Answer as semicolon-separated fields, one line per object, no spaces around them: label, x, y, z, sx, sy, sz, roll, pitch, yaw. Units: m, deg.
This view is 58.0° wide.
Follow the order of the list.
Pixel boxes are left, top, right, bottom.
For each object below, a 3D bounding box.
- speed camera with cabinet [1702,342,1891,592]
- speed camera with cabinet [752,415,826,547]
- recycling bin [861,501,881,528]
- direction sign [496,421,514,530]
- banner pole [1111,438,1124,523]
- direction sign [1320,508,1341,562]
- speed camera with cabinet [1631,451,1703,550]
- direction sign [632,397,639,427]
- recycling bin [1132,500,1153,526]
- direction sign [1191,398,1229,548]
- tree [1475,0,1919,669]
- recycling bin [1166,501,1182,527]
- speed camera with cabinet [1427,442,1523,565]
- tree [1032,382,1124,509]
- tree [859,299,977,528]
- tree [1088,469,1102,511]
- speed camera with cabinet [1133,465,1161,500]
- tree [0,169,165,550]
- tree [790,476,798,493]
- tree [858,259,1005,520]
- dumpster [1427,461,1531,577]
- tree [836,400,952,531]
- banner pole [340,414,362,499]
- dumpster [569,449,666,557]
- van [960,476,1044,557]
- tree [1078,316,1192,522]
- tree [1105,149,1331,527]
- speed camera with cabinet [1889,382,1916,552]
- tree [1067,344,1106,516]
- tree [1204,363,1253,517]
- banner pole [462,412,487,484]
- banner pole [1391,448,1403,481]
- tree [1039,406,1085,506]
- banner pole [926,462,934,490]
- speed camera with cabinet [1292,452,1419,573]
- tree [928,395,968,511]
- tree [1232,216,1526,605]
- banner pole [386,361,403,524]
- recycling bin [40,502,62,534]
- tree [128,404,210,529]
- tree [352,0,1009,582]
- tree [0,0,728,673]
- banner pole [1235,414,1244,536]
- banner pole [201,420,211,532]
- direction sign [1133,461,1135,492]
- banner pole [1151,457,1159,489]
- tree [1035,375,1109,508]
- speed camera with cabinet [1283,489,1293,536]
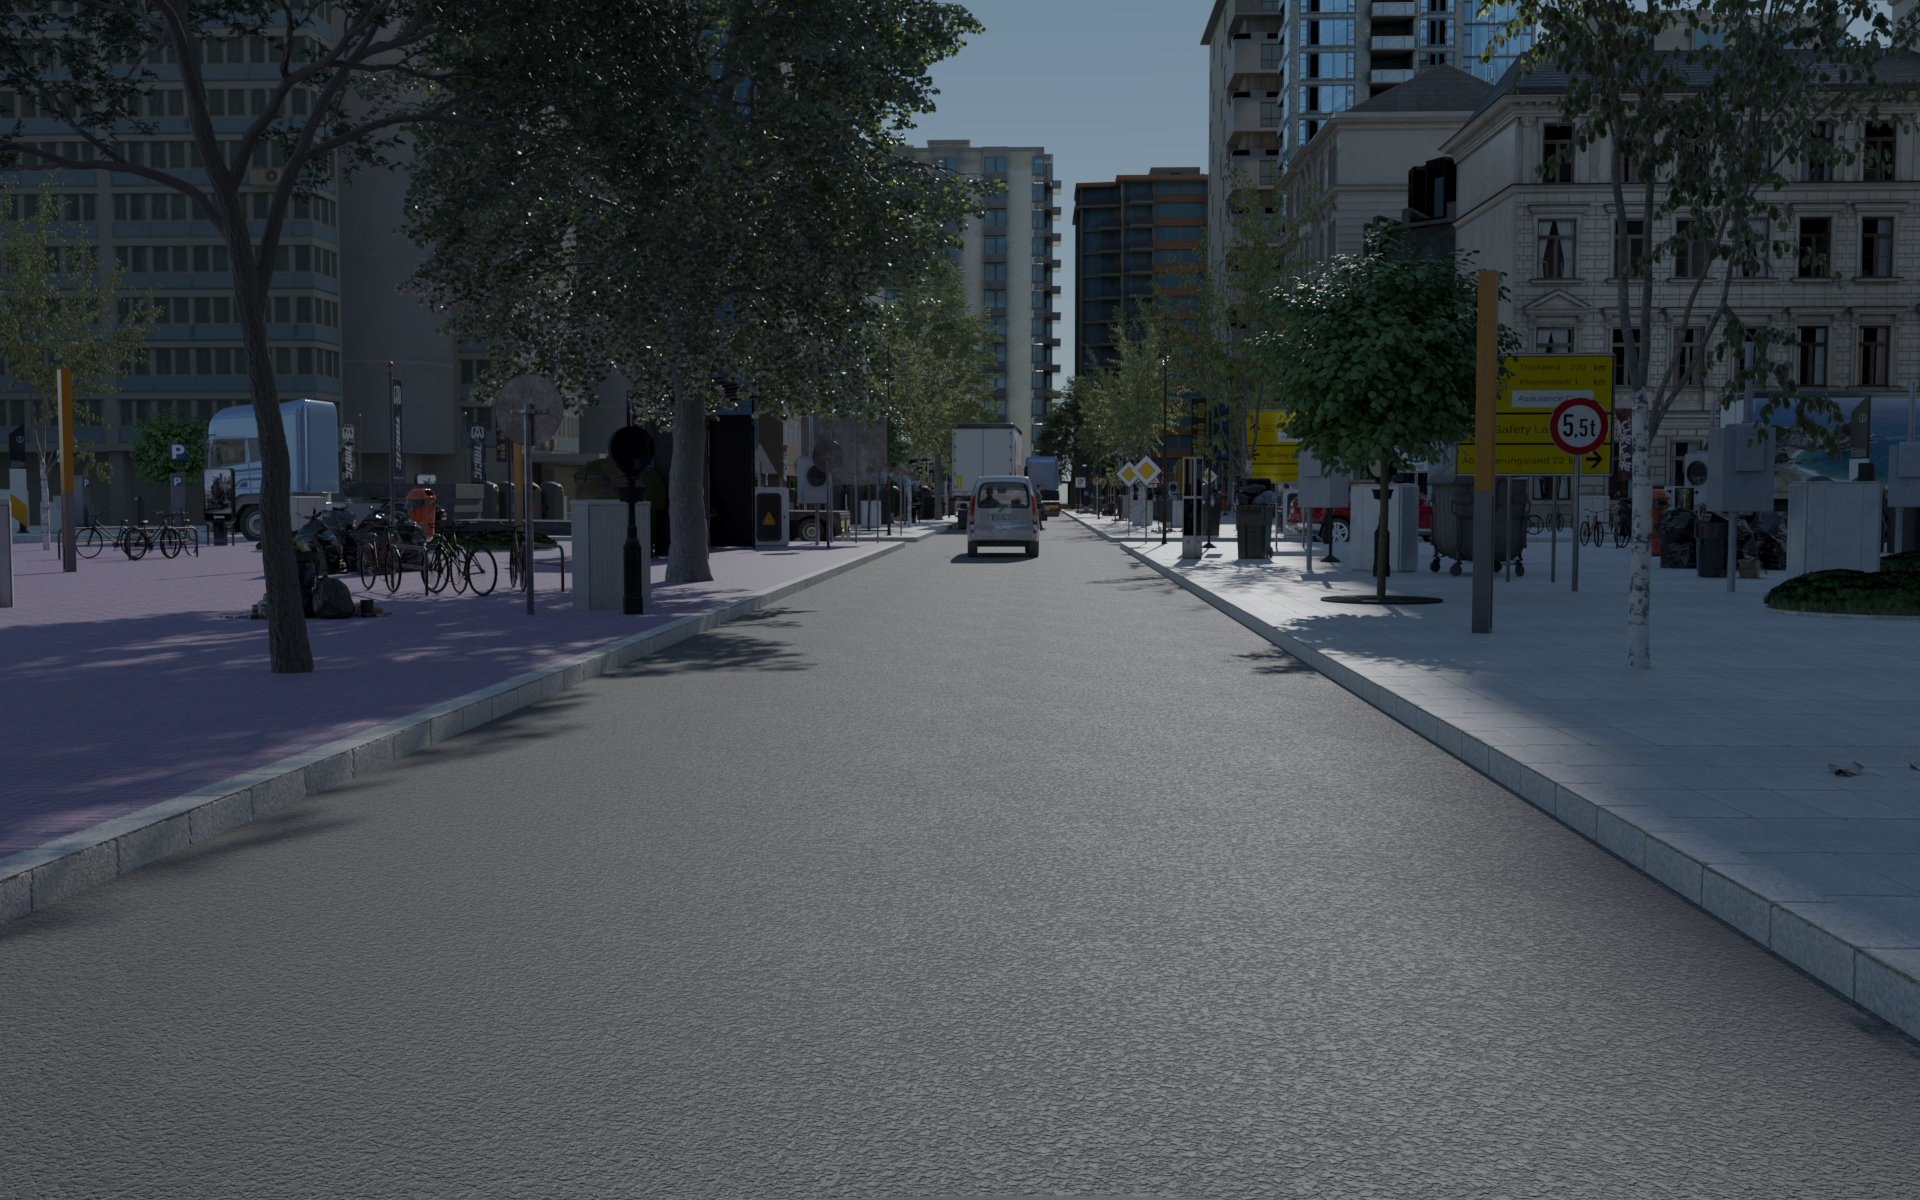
speed camera with cabinet;10.963;-1.739;22.766;2.038;3.252;0.660;0;4;3
speed camera with cabinet;-4.255;-2.955;42.657;2.038;3.252;0.660;-2;4;-24
recycling bin;-3.398;-3.264;65.923;0.722;1.027;0.722;0;4;-8
direction sign;-10.959;-3.066;42.126;0.876;3.537;0.379;2;4;34
banner pole;6.983;-5.286;76.437;0.401;3.779;0.863;3;4;38
direction sign;6.987;-2.481;32.564;0.876;3.537;0.379;-3;5;-45
speed camera with cabinet;15.729;-2.665;37.903;0.660;3.252;2.038;-2;4;-28
direction sign;-6.772;-2.822;38.136;0.876;3.537;0.379;0;4;2
recycling bin;7.424;-3.544;70.492;0.722;1.027;0.722;1;4;18
direction sign;5.907;-2.997;40.992;0.876;3.537;0.379;0;4;7
tree;5.111;-3.787;12.287;4.360;8.622;3.978;0;3;0
recycling bin;8.296;-3.327;66.955;0.722;1.027;0.722;0;4;-7
speed camera with cabinet;9.533;-2.307;32.062;0.660;3.252;2.038;-2;4;-24
tree;9.654;-12.834;144.249;8.767;10.594;7.601;-2;4;-34
tree;-1.687;-7.068;65.927;4.360;8.622;3.978;0;3;0
tree;10.116;-8.402;131.971;1.663;3.219;1.824;0;3;0
speed camera with cabinet;12.581;-7.471;116.483;2.038;3.252;0.660;1;4;23
tree;-20.623;-5.435;39.222;4.737;8.622;4.395;0;3;0
tree;-10.869;-7.554;118.115;1.663;3.219;1.824;0;3;0
tree;-1.456;-10.166;84.339;7.486;12.596;7.792;0;3;0
dumpster;8.263;-1.336;27.597;1.264;1.857;1.865;0;4;2
tree;-3.203;-4.675;60.153;4.285;4.588;4.351;0;3;0
banner pole;-18.968;-3.924;54.169;0.401;3.779;0.863;3;5;39
dumpster;-6.637;-1.902;33.591;1.502;2.255;1.985;0;4;2
van;0.992;-2.064;40.754;2.013;2.044;4.112;0;4;0
tree;7.593;-7.474;72.562;4.360;8.622;3.978;0;3;0
tree;6.099;-5.325;37.427;4.737;8.622;4.395;0;3;0
speed camera with cabinet;17.505;-2.211;30.481;2.038;3.252;0.660;2;4;29
tree;6.810;-7.088;66.248;4.737;8.622;4.395;0;3;0
tree;15.280;-8.966;96.950;4.360;8.622;3.978;0;3;0
banner pole;-14.953;-3.864;53.193;0.863;3.779;0.401;0;4;-5
banner pole;9.734;-2.993;38.959;0.401;3.779;0.863;-1;4;-21
tree;11.994;-15.844;184.807;9.928;11.665;9.643;0;3;0
banner pole;-2.154;-8.095;122.367;0.863;3.779;0.401;3;5;39
speed camera with cabinet;6.674;-2.122;29.037;0.660;3.252;2.038;-3;5;-43
tree;-0.266;-10.828;127.403;4.737;8.622;4.395;0;3;0
tree;4.968;-2.257;20.621;4.285;4.588;4.351;0;3;0
banner pole;-10.745;-2.628;32.982;0.401;3.779;0.863;0;4;2
recycling bin;-29.499;-2.683;56.419;0.722;1.027;0.722;-1;4;-20
tree;-28.551;-4.842;62.884;4.285;4.588;4.351;0;3;0
tree;-3.958;-7.253;25.239;9.857;13.997;8.962;0;3;0
tree;-5.096;-4.771;12.416;7.601;10.594;8.767;3;4;36
banner pole;8.529;-3.814;52.369;0.401;3.779;0.863;1;4;9
banner pole;-25.488;-4.218;58.988;0.401;3.779;0.863;1;4;22
direction sign;10.749;-7.015;106.684;0.379;3.537;0.876;1;4;17
banner pole;12.692;-7.487;112.435;0.863;3.779;0.401;-2;4;-32
tree;11.104;-15.080;164.680;7.486;12.596;7.792;0;3;0
speed camera with cabinet;10.947;-3.585;52.947;2.038;3.252;0.660;1;4;20
